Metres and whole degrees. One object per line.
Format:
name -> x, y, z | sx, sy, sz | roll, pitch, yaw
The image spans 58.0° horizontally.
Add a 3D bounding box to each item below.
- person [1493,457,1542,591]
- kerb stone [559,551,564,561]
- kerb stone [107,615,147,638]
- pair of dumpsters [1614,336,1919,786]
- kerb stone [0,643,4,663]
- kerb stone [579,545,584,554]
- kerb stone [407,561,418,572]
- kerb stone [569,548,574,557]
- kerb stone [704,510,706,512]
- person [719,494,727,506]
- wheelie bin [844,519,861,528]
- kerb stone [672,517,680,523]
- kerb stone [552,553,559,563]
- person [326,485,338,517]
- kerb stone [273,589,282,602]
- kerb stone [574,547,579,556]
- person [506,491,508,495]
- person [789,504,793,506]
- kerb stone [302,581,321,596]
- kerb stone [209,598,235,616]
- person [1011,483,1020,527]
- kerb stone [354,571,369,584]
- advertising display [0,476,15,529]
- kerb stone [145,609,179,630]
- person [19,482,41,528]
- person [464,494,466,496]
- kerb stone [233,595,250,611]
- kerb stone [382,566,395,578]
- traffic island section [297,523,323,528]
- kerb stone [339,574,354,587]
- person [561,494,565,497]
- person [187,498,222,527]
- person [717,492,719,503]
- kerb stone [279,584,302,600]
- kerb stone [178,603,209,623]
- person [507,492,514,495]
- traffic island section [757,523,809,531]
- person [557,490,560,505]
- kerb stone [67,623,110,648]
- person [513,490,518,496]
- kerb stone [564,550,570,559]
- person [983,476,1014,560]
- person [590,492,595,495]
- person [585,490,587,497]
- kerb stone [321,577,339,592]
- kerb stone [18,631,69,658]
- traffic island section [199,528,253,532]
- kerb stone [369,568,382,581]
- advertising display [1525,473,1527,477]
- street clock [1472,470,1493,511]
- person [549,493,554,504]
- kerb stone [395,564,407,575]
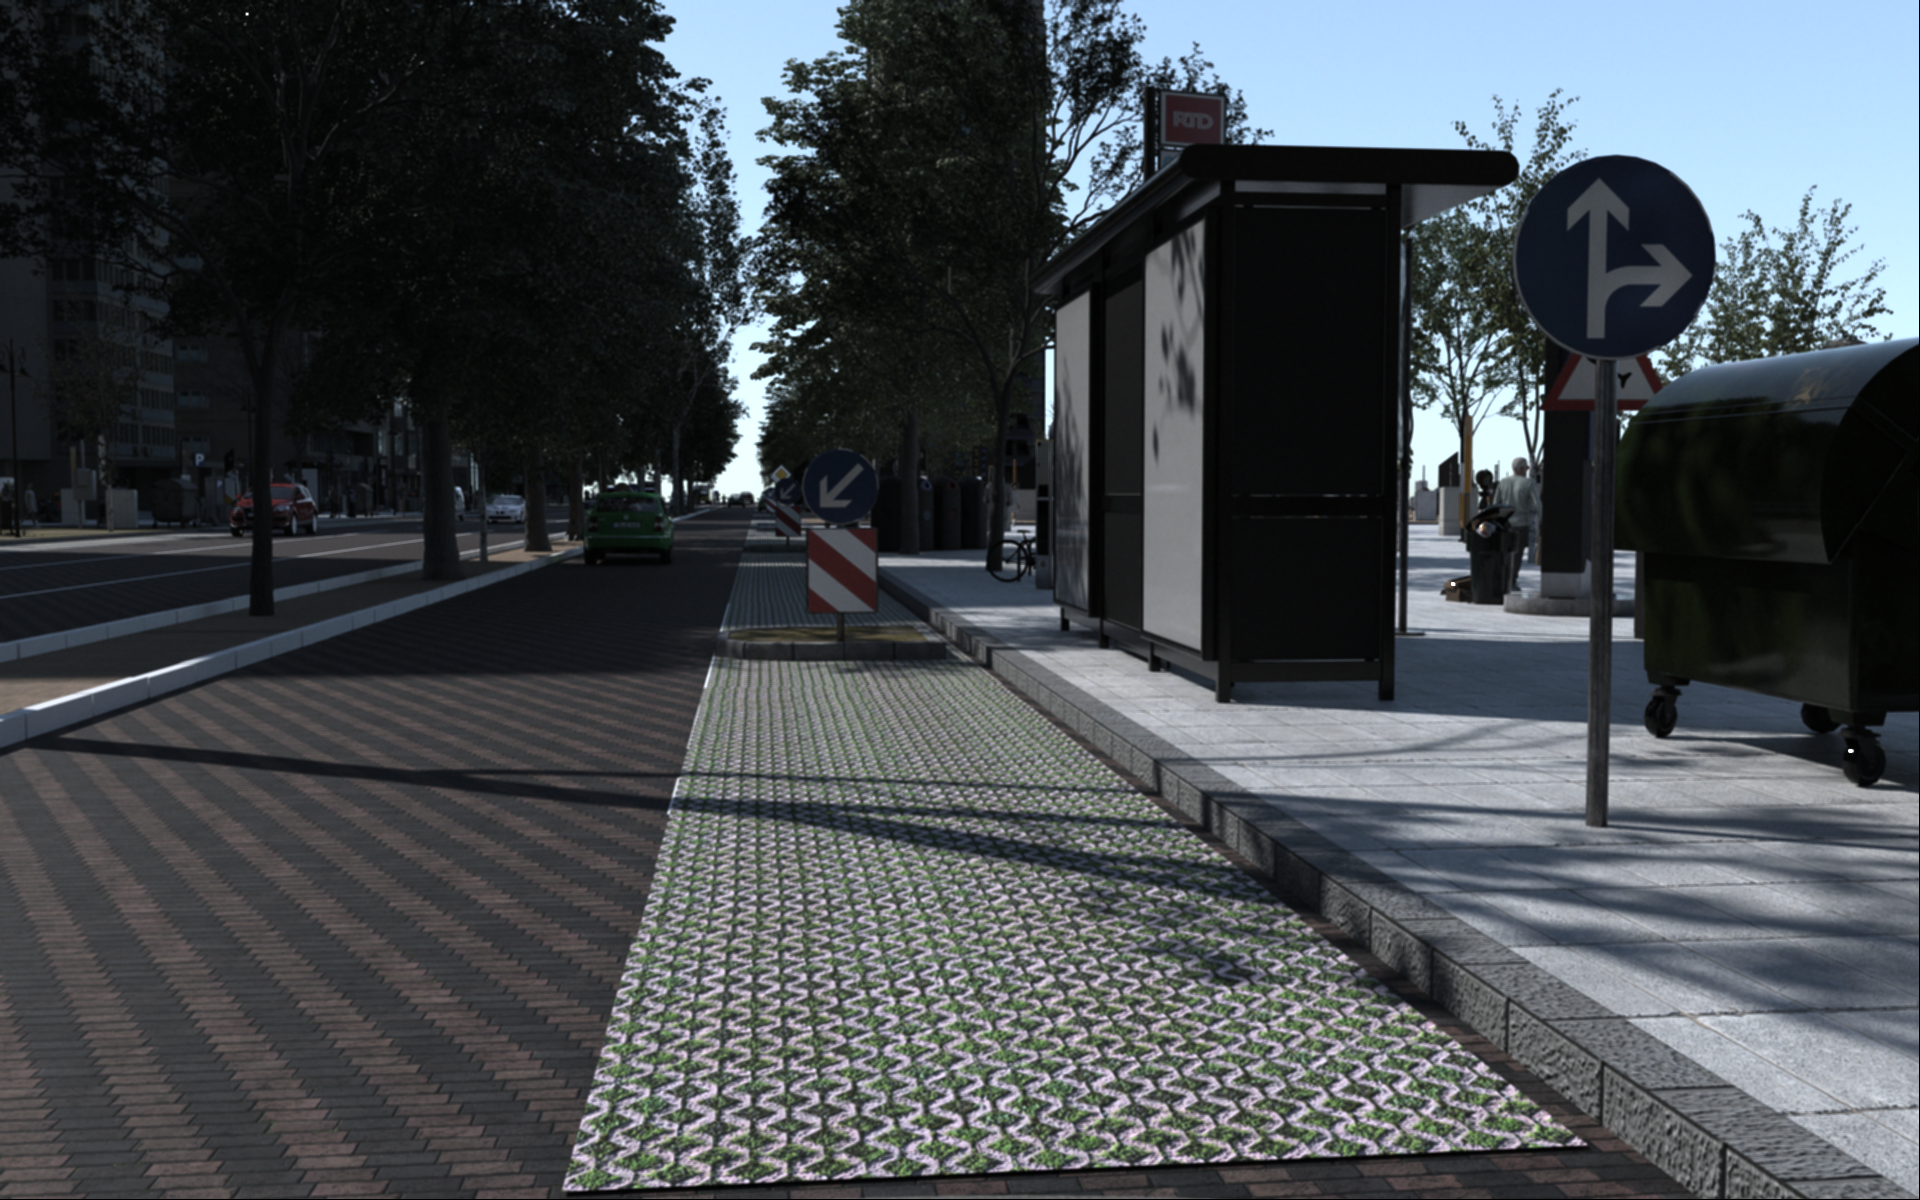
person -> 7.362, -0.992, 22.754 | 0.782, 1.767, 0.515 | 3, 4, 37
kerb stone -> -8.644, -0.911, 37.087 | 0.120, 0.150, 1.000 | 0, 4, -7
kerb stone -> -8.486, 0.289, 17.503 | 0.120, 0.150, 1.000 | 0, 4, -7
pair of dumpsters -> 4.463, -0.285, 7.156 | 1.574, 2.255, 4.437 | 0, 4, -7
kerb stone -> -8.138, 0.474, 14.442 | 0.120, 0.150, 1.000 | 0, 4, -7
kerb stone -> -9.114, -1.159, 41.169 | 0.120, 0.150, 1.000 | 0, 4, -7
kerb stone -> -10.137, -0.579, 31.750 | 0.120, 0.150, 1.000 | 0, 4, -7
kerb stone -> -8.888, -1.036, 39.136 | 0.120, 0.150, 1.000 | 0, 4, -7
kerb stone -> -19.562, -6.674, 131.318 | 0.120, 0.150, 1.000 | 0, 4, -7
person -> -24.191, -10.139, 177.533 | 1.065, 1.426, 0.557 | 0, 4, -2
wheelie bin -> -3.438, -2.841, 54.355 | 0.693, 1.594, 0.980 | 0, 4, 5
kerb stone -> -14.833, -4.182, 90.577 | 0.120, 0.150, 1.000 | 0, 4, -7
kerb stone -> -8.519, -0.848, 36.068 | 0.120, 0.150, 1.000 | 0, 4, -7
person -> -35.440, -5.584, 97.743 | 0.661, 1.777, 0.834 | 1, 4, 12
kerb stone -> -9.072, -0.014, 22.587 | 0.120, 0.150, 1.000 | 0, 4, -7
kerb stone -> -8.996, -1.098, 40.153 | 0.120, 0.150, 1.000 | 0, 4, -7
person -> -62.016, -14.070, 236.998 | 0.530, 1.710, 0.541 | 2, 4, 35
person -> -7.093, -3.598, 71.601 | 0.394, 1.301, 0.425 | 1, 4, 17
kerb stone -> -9.315, -0.146, 24.616 | 0.120, 0.150, 1.000 | 0, 4, -7
kerb stone -> -8.844, 0.108, 20.552 | 0.120, 0.150, 1.000 | 0, 4, -7
person -> 2.119, -3.757, 68.224 | 0.466, 1.731, 0.760 | -1, 4, -17
kerb stone -> -9.662, -0.335, 27.665 | 0.120, 0.150, 1.000 | 0, 4, -7
advertising display -> -34.740, -3.538, 63.062 | 0.123, 1.923, 0.974 | 1, 4, 9
kerb stone -> -8.608, 0.225, 18.518 | 0.120, 0.150, 1.000 | 0, 4, -7
person -> -35.153, -3.584, 65.387 | 0.760, 1.731, 0.466 | -2, 4, -30
person -> -48.934, -10.047, 169.938 | 0.705, 1.869, 1.348 | 3, 5, 39
kerb stone -> -8.960, 0.038, 21.570 | 0.120, 0.150, 1.000 | 0, 4, -7
kerb stone -> -9.901, -0.460, 29.719 | 0.120, 0.150, 1.000 | 0, 4, -7
traffic island section -> -28.405, -3.153, 73.826 | 2.009, 0.180, 2.903 | 0, 4, -7
kerb stone -> -9.545, -0.272, 26.650 | 0.120, 0.150, 1.000 | 0, 4, -7
person -> -60.821, -15.783, 264.815 | 1.217, 1.735, 0.721 | 3, 4, 37
person -> -30.917, -3.775, 70.437 | 1.509, 1.804, 0.699 | 0, 4, 4
person -> -40.628, -17.201, 289.602 | 0.599, 1.838, 0.709 | -2, 4, -29
kerb stone -> -9.194, -0.086, 23.601 | 0.120, 0.150, 1.000 | 0, 4, -7
kerb stone -> -8.721, 0.164, 19.537 | 0.120, 0.150, 1.000 | 0, 4, -7
person -> -42.191, -9.515, 162.546 | 0.756, 1.711, 0.436 | 0, 4, 1
traffic island section -> -6.981, -2.812, 68.255 | 2.009, 0.180, 2.903 | 0, 4, -7
person -> -48.948, -12.512, 211.166 | 0.434, 1.755, 0.990 | -1, 4, -12
kerb stone -> -8.367, 0.352, 16.485 | 0.120, 0.150, 1.000 | 0, 4, -7
person -> -61.368, -14.209, 238.377 | 1.348, 1.821, 0.705 | 1, 4, 23
kerb stone -> -8.759, -0.973, 38.111 | 0.120, 0.150, 1.000 | 0, 4, -7
person -> 0.761, -1.675, 33.627 | 0.606, 1.804, 0.583 | 1, 4, 9
person -> -51.883, -14.548, 244.834 | 0.756, 1.711, 0.436 | -1, 4, -19
person -> -47.621, -13.132, 220.707 | 0.705, 1.831, 1.348 | -1, 4, -23
kerb stone -> -9.420, -0.210, 25.635 | 0.120, 0.150, 1.000 | 0, 4, -7
kerb stone -> -8.248, 0.411, 15.469 | 0.120, 0.150, 1.000 | 0, 4, -7
traffic island section -> -27.486, -2.667, 65.893 | 2.009, 0.180, 2.903 | 0, 4, -7
kerb stone -> -9.783, -0.397, 28.691 | 0.120, 0.150, 1.000 | 0, 4, -7
advertising display -> 16.291, -2.763, 50.396 | 0.123, 1.923, 0.974 | 2, 4, 32
street clock -> 15.848, -2.925, 52.393 | 0.471, 2.002, 0.358 | -1, 4, -13
person -> -55.206, -13.750, 234.085 | 0.421, 1.427, 0.697 | 2, 4, 32
kerb stone -> -10.020, -0.522, 30.734 | 0.120, 0.150, 1.000 | 0, 4, -7
